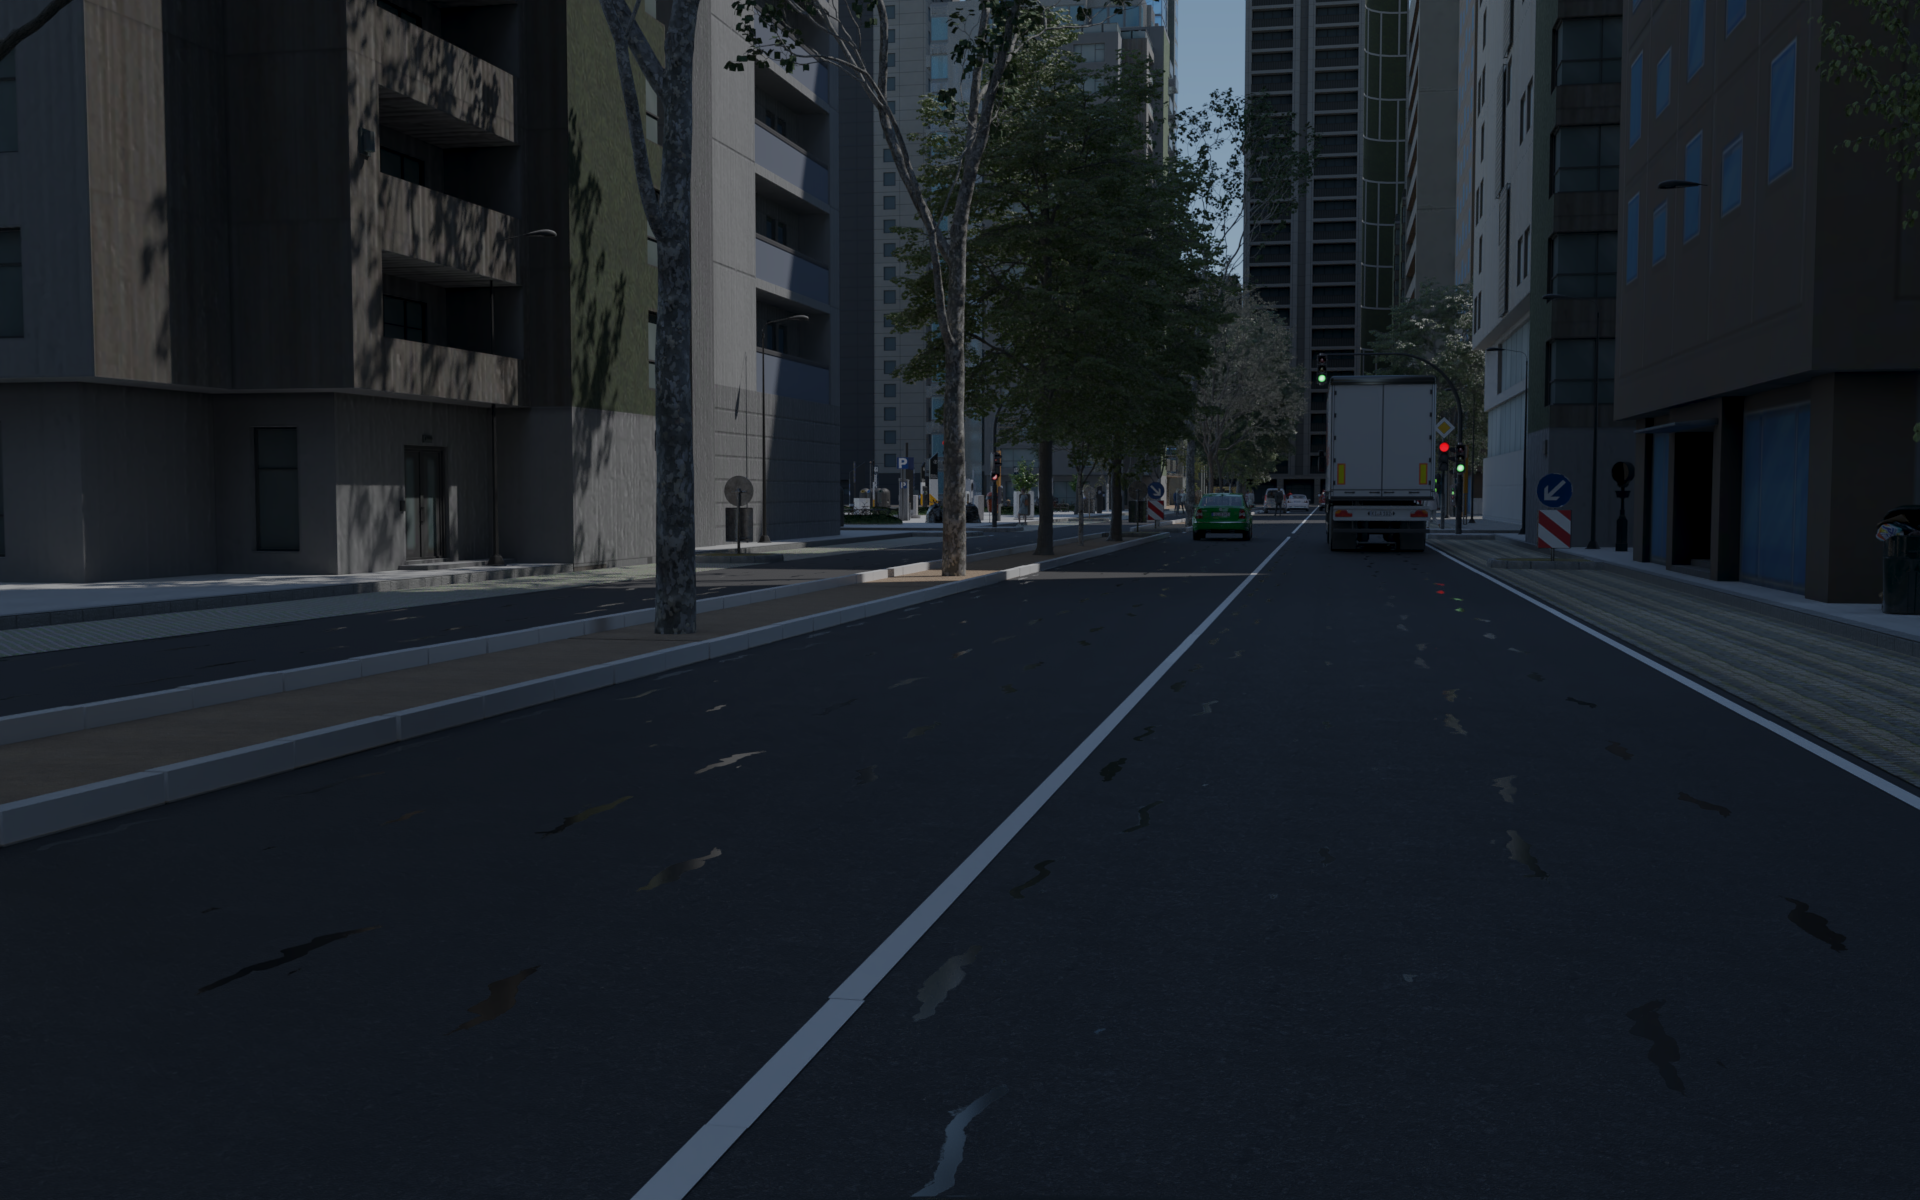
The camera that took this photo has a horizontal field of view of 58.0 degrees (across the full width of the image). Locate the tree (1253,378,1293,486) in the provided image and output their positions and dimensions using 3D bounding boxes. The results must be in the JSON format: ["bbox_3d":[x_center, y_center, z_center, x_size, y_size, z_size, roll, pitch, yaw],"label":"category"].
[{"bbox_3d":[20.283,-12.462,124.345,7.486,12.596,7.792,0,3,0],"label":"tree"}]

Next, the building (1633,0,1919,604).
[{"bbox_3d":[17.982,-22.875,24.111,14.600,45.320,14.200,1,4,12],"label":"building"}]

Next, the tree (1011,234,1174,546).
[{"bbox_3d":[3.286,-5.743,46.720,4.737,8.622,4.395,0,3,0],"label":"tree"}]

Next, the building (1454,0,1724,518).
[{"bbox_3d":[39.965,-28.293,112.698,14.600,45.320,14.200,1,4,12],"label":"building"}]

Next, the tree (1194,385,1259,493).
[{"bbox_3d":[16.962,-9.501,108.154,4.737,8.622,4.395,0,3,0],"label":"tree"}]

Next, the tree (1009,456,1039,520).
[{"bbox_3d":[3.107,-5.649,86.967,1.663,3.219,1.824,0,3,0],"label":"tree"}]

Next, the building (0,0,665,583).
[{"bbox_3d":[-14.417,-15.823,30.407,14.160,30.474,14.107,1,4,12],"label":"building"}]

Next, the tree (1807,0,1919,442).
[{"bbox_3d":[9.763,-3.927,14.563,4.737,8.622,4.395,0,3,0],"label":"tree"}]

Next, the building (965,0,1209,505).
[{"bbox_3d":[13.643,-54.655,206.284,31.000,86.520,22.319,1,4,12],"label":"building"}]

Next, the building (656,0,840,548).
[{"bbox_3d":[-18.363,-31.119,50.801,28.212,58.520,21.231,1,4,12],"label":"building"}]

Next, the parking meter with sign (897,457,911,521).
[{"bbox_3d":[-2.658,-5.311,83.098,0.543,3.016,1.738,0,4,4],"label":"parking meter with sign"}]

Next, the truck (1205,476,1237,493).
[{"bbox_3d":[24.404,-9.973,158.976,3.469,3.379,9.791,1,4,11],"label":"truck"}]

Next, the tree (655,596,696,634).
[{"bbox_3d":[-3.925,-9.779,18.234,12.611,20.169,13.585,0,3,0],"label":"tree"}]

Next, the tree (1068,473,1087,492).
[{"bbox_3d":[9.698,-8.928,140.574,1.663,3.219,1.824,0,3,0],"label":"tree"}]

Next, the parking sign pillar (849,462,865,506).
[{"bbox_3d":[-8.594,-9.561,144.786,1.447,3.967,1.447,-1,4,-13],"label":"parking sign pillar"}]

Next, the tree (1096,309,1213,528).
[{"bbox_3d":[7.581,-6.924,66.022,4.360,8.622,3.978,0,3,0],"label":"tree"}]

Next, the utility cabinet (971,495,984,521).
[{"bbox_3d":[0.909,-4.459,84.068,0.306,1.237,1.020,-1,4,-11],"label":"utility cabinet"}]

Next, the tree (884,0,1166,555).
[{"bbox_3d":[1.969,-7.337,40.541,7.486,12.596,7.792,0,3,0],"label":"tree"}]

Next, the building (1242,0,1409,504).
[{"bbox_3d":[48.196,-48.337,228.557,20.611,71.187,20.563,1,4,12],"label":"building"}]

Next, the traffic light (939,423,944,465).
[{"bbox_3d":[-0.322,-4.272,58.769,0.839,4.253,0.868,1,4,12],"label":"traffic light"}]

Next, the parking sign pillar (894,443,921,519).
[{"bbox_3d":[-2.800,-6.298,91.441,1.447,3.967,1.447,-1,4,-14],"label":"parking sign pillar"}]

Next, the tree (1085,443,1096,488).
[{"bbox_3d":[10.339,-10.615,123.911,4.360,8.622,3.978,0,3,0],"label":"tree"}]

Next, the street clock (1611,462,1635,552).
[{"bbox_3d":[14.777,-2.083,38.630,0.358,2.002,0.471,-2,4,-31],"label":"street clock"}]

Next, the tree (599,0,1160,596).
[{"bbox_3d":[-1.115,-10.536,30.608,12.611,20.169,13.585,0,3,0],"label":"tree"}]

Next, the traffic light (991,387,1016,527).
[{"bbox_3d":[3.412,-5.597,66.175,4.771,5.953,1.251,1,4,12],"label":"traffic light"}]

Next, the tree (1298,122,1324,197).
[{"bbox_3d":[9.055,-13.330,76.292,12.611,20.169,13.585,0,3,0],"label":"tree"}]

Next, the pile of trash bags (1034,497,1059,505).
[{"bbox_3d":[6.642,-7.549,133.179,1.912,1.369,3.447,0,4,-4],"label":"pile of trash bags"}]

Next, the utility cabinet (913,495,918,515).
[{"bbox_3d":[-2.848,-5.149,95.355,1.020,1.237,0.306,1,4,18],"label":"utility cabinet"}]

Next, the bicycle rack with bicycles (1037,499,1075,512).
[{"bbox_3d":[6.903,-6.619,121.608,2.925,0.926,2.852,0,4,5],"label":"bicycle rack with bicycles"}]

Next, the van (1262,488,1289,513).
[{"bbox_3d":[23.704,-7.528,130.098,2.013,2.044,4.112,1,4,11],"label":"van"}]

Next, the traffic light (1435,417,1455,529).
[{"bbox_3d":[17.597,-4.539,63.133,0.839,4.253,0.868,1,4,12],"label":"traffic light"}]

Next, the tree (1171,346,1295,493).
[{"bbox_3d":[15.523,-10.100,102.003,8.767,10.594,7.601,1,4,12],"label":"tree"}]

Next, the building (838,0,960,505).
[{"bbox_3d":[-11.748,-47.305,211.694,20.611,71.187,20.563,1,4,12],"label":"building"}]

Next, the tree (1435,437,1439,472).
[{"bbox_3d":[35.209,-11.063,131.242,4.360,8.622,3.978,0,3,0],"label":"tree"}]

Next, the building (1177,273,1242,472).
[{"bbox_3d":[30.128,-28.041,230.179,14.107,30.474,14.160,1,4,12],"label":"building"}]

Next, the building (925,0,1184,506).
[{"bbox_3d":[9.613,-33.731,171.108,23.786,49.044,30.456,1,4,12],"label":"building"}]

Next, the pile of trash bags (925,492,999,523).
[{"bbox_3d":[0.266,-4.098,76.760,3.447,1.369,1.912,-2,4,-32],"label":"pile of trash bags"}]

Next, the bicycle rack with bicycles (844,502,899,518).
[{"bbox_3d":[-4.128,-3.874,76.724,2.925,0.926,2.852,-1,4,-17],"label":"bicycle rack with bicycles"}]

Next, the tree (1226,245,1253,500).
[{"bbox_3d":[4.713,-8.077,52.635,7.486,12.596,7.792,0,3,0],"label":"tree"}]

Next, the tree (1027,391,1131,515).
[{"bbox_3d":[7.568,-10.591,107.582,7.601,10.594,8.767,1,4,9],"label":"tree"}]

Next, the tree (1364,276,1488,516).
[{"bbox_3d":[28.066,-11.772,99.121,9.857,13.997,8.962,0,3,0],"label":"tree"}]

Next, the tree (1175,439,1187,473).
[{"bbox_3d":[25.077,-14.503,187.485,4.737,8.622,4.395,0,3,0],"label":"tree"}]

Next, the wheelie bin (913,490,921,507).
[{"bbox_3d":[-3.597,-7.860,136.424,0.980,1.594,0.693,0,4,-7],"label":"wheelie bin"}]

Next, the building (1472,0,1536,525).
[{"bbox_3d":[36.151,-29.531,72.064,27.495,52.752,28.713,1,4,12],"label":"building"}]

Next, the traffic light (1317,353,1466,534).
[{"bbox_3d":[13.863,-4.951,55.620,4.771,5.953,1.251,1,4,12],"label":"traffic light"}]

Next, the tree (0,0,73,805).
[{"bbox_3d":[-4.732,-4.823,7.063,9.928,11.665,9.643,0,3,0],"label":"tree"}]

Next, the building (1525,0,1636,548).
[{"bbox_3d":[22.495,-16.790,46.214,14.160,30.474,14.107,1,4,12],"label":"building"}]

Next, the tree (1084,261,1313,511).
[{"bbox_3d":[13.029,-10.803,89.460,12.009,13.543,11.850,0,3,0],"label":"tree"}]

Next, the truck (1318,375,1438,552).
[{"bbox_3d":[11.086,-3.520,46.466,2.839,4.237,11.283,1,4,11],"label":"truck"}]

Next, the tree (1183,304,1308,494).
[{"bbox_3d":[18.683,-12.635,115.691,9.857,13.997,8.962,0,3,0],"label":"tree"}]

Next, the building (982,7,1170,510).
[{"bbox_3d":[10.138,-28.424,148.331,14.154,41.232,14.086,1,4,12],"label":"building"}]

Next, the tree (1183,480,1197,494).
[{"bbox_3d":[25.437,-12.156,193.350,1.663,3.219,1.824,0,3,0],"label":"tree"}]

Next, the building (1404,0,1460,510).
[{"bbox_3d":[48.916,-31.927,145.711,21.300,48.544,21.600,1,4,12],"label":"building"}]

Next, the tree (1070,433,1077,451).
[{"bbox_3d":[12.600,-13.583,132.452,12.009,13.543,11.850,0,3,0],"label":"tree"}]

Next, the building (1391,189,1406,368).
[{"bbox_3d":[48.826,-24.037,164.709,14.160,30.474,14.107,1,4,12],"label":"building"}]
